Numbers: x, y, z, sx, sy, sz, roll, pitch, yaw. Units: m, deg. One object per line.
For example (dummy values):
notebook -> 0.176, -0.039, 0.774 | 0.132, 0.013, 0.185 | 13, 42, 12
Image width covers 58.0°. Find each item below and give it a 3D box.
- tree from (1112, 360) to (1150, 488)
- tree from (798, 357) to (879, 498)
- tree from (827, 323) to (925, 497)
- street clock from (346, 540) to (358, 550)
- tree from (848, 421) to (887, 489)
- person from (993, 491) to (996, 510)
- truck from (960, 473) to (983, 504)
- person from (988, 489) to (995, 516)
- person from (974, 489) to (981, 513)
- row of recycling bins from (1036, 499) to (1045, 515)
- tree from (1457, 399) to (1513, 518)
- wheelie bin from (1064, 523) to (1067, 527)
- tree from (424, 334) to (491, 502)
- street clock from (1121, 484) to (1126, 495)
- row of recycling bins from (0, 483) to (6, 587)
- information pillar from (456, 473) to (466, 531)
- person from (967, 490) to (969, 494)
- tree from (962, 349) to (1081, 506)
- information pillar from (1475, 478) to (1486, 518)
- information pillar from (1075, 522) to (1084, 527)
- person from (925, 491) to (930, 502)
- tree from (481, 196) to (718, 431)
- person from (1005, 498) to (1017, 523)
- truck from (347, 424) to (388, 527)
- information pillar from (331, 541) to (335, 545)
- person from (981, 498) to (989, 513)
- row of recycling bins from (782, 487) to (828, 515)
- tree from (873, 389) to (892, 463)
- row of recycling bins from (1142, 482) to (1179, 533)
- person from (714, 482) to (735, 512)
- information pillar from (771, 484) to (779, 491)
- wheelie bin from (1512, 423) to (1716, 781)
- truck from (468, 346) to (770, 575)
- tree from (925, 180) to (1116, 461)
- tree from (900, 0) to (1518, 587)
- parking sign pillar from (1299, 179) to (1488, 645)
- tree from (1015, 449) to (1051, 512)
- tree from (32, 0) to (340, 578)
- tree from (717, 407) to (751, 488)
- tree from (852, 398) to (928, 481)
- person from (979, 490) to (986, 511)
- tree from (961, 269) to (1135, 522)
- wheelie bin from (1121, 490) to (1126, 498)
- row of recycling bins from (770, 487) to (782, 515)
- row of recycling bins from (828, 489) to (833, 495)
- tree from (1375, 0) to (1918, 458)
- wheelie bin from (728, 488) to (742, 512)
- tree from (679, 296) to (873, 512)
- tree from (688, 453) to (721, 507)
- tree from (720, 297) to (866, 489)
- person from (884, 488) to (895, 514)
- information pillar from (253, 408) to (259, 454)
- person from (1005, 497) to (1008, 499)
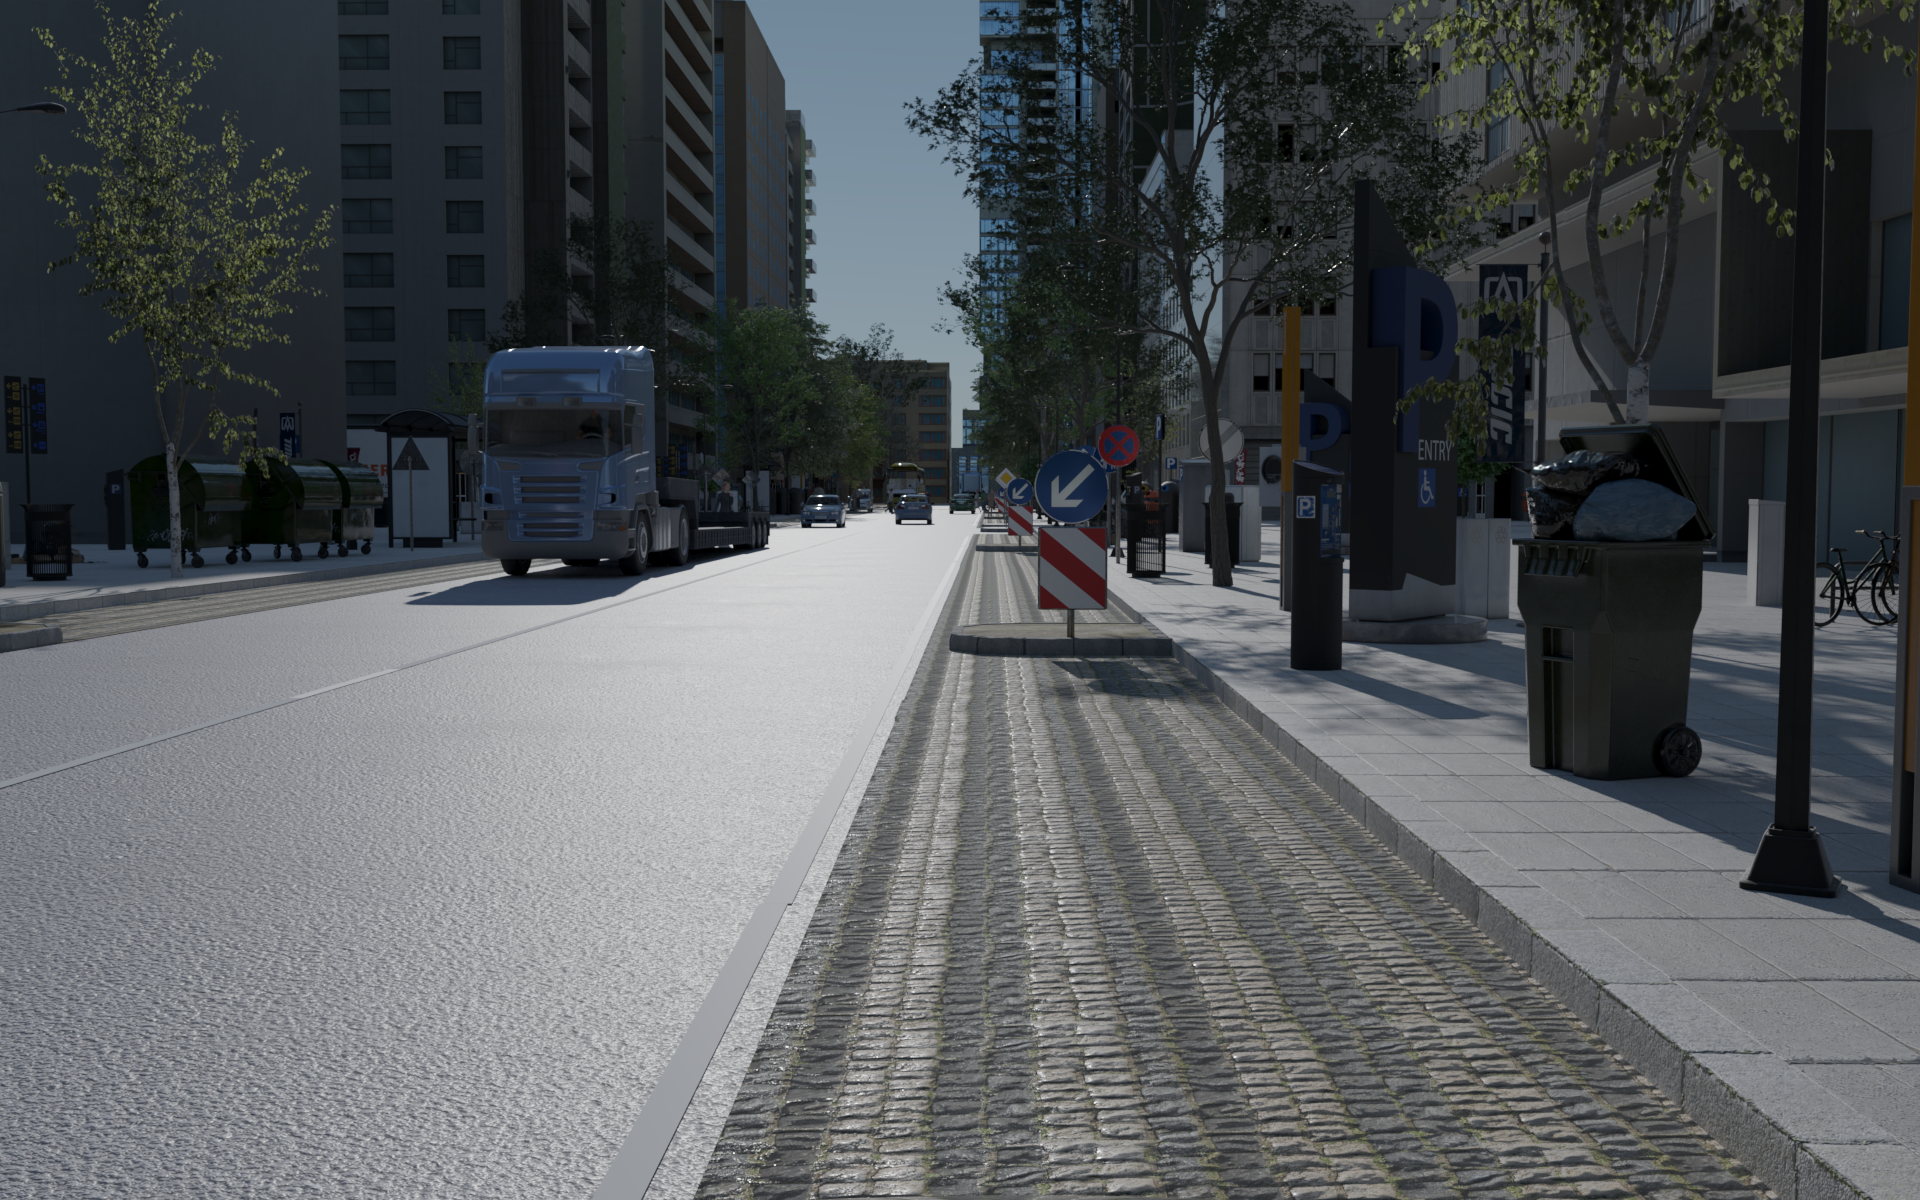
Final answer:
tree -> 9.542, -8.437, 88.308 | 4.360, 8.622, 3.978 | 0, 3, 0
tree -> -10.575, -13.816, 144.016 | 7.486, 12.596, 7.792 | 0, 3, 0
tree -> -8.552, -20.374, 188.997 | 12.611, 20.169, 13.585 | 0, 3, 0
street clock -> -13.971, -2.151, 39.733 | 0.471, 2.002, 0.358 | -3, 5, -43
tree -> -9.220, -13.280, 167.486 | 4.360, 8.622, 3.978 | 0, 3, 0
person -> 3.119, -9.001, 156.602 | 0.436, 1.711, 0.756 | 0, 4, 7
truck -> 1.360, -13.523, 210.856 | 2.967, 4.110, 18.799 | 0, 4, 1
person -> 1.995, -6.212, 110.404 | 0.599, 1.781, 0.374 | -2, 4, -30
person -> 1.297, -7.398, 129.813 | 0.624, 1.780, 0.694 | 2, 4, 28
row of recycling bins -> 5.845, -6.360, 111.101 | 1.069, 1.692, 3.534 | -1, 4, -20
tree -> 17.267, -4.630, 59.421 | 4.285, 4.588, 4.351 | 0, 3, 0
wheelie bin -> 4.162, -3.370, 63.002 | 0.980, 1.594, 0.693 | 2, 4, 31
tree -> -22.115, -7.848, 78.684 | 4.737, 8.622, 4.395 | 0, 3, 0
street clock -> 11.989, -7.495, 127.108 | 0.358, 2.002, 0.471 | -3, 5, -44
row of recycling bins -> -14.931, -1.006, 23.566 | 3.534, 1.692, 1.069 | -1, 4, -11
information pillar -> -17.267, -3.382, 59.788 | 0.304, 2.012, 0.304 | 2, 4, 26
person -> 0.852, -10.201, 175.271 | 0.705, 1.826, 1.348 | -2, 4, -30
tree -> 5.034, -14.122, 137.556 | 9.857, 13.997, 8.962 | 0, 3, 0
information pillar -> 21.999, -4.202, 73.202 | 0.304, 2.012, 0.304 | 3, 5, 39
information pillar -> 3.242, -2.637, 47.606 | 0.304, 2.012, 0.304 | 3, 4, 38
person -> -3.379, -10.553, 181.496 | 0.683, 1.767, 0.568 | 0, 4, -3
tree -> -11.560, -7.395, 55.315 | 8.767, 10.594, 7.601 | 1, 4, 14
person -> 2.545, -4.609, 84.205 | 0.721, 1.781, 0.623 | -3, 5, -42
truck -> -26.534, -4.990, 70.506 | 11.283, 4.237, 2.839 | 0, 4, 3
information pillar -> -16.020, -2.406, 43.830 | 0.304, 2.012, 0.304 | 0, 4, -4
person -> 1.849, -7.170, 131.222 | 1.012, 1.151, 0.738 | 2, 4, 34
row of recycling bins -> -10.765, -6.822, 118.645 | 1.069, 1.692, 3.534 | 2, 4, 34
tree -> -10.060, -14.151, 157.128 | 9.928, 11.665, 9.643 | 0, 3, 0
row of recycling bins -> 7.225, -3.053, 57.029 | 3.534, 1.692, 1.069 | 2, 4, 33
person -> -6.658, -2.441, 48.837 | 0.534, 1.772, 0.576 | 2, 4, 27
information pillar -> -13.369, -7.297, 123.801 | 0.304, 2.012, 0.304 | -3, 5, -44
wheelie bin -> 2.992, -0.004, 7.976 | 0.693, 1.594, 0.980 | -1, 4, -21
truck -> -6.594, -2.916, 37.437 | 2.967, 4.110, 18.799 | 0, 4, 2
tree -> 4.515, -15.347, 106.813 | 12.611, 20.169, 13.585 | 0, 3, 0
tree -> 3.610, -5.488, 24.135 | 8.767, 10.594, 7.601 | -1, 4, -11
parking sign pillar -> 3.957, -1.644, 15.353 | 1.447, 3.967, 1.447 | 3, 5, 40
tree -> 5.623, -8.662, 125.342 | 4.285, 4.588, 4.351 | 0, 3, 0
tree -> -11.861, -4.637, 26.183 | 4.360, 8.622, 3.978 | 0, 3, 0
tree -> -18.660, -11.670, 141.173 | 4.737, 8.622, 4.395 | 0, 3, 0
tree -> -9.130, -18.896, 219.319 | 12.009, 13.543, 11.850 | 0, 3, 0
person -> 1.926, -8.227, 143.259 | 0.600, 1.795, 0.529 | -2, 4, -31
tree -> 4.214, -9.440, 80.104 | 9.928, 11.665, 9.643 | 0, 3, 0
wheelie bin -> 11.997, -7.162, 125.005 | 0.693, 1.594, 0.980 | 0, 4, -8
row of recycling bins -> -12.867, -6.409, 111.906 | 1.069, 1.692, 3.534 | 1, 4, 17
row of recycling bins -> -11.432, -8.463, 145.486 | 1.069, 1.692, 3.534 | 1, 4, 10
tree -> 3.990, -3.647, 9.986 | 4.360, 8.622, 3.978 | 0, 3, 0
wheelie bin -> -11.678, -4.962, 89.038 | 0.980, 1.594, 0.693 | 0, 4, 4
tree -> -10.813, -10.107, 91.005 | 9.928, 11.665, 9.643 | 0, 3, 0
tree -> -11.776, -5.320, 81.578 | 1.663, 3.219, 1.824 | 0, 3, 0
tree -> -10.994, -12.560, 112.007 | 9.857, 13.997, 8.962 | 0, 3, 0
person -> -5.062, -7.115, 124.676 | 0.795, 1.843, 0.661 | 0, 4, 4
information pillar -> -19.062, -3.400, 46.950 | 0.183, 3.616, 0.504 | -1, 4, -16
person -> 3.409, -7.442, 130.448 | 0.793, 1.790, 0.793 | 0, 4, -3
